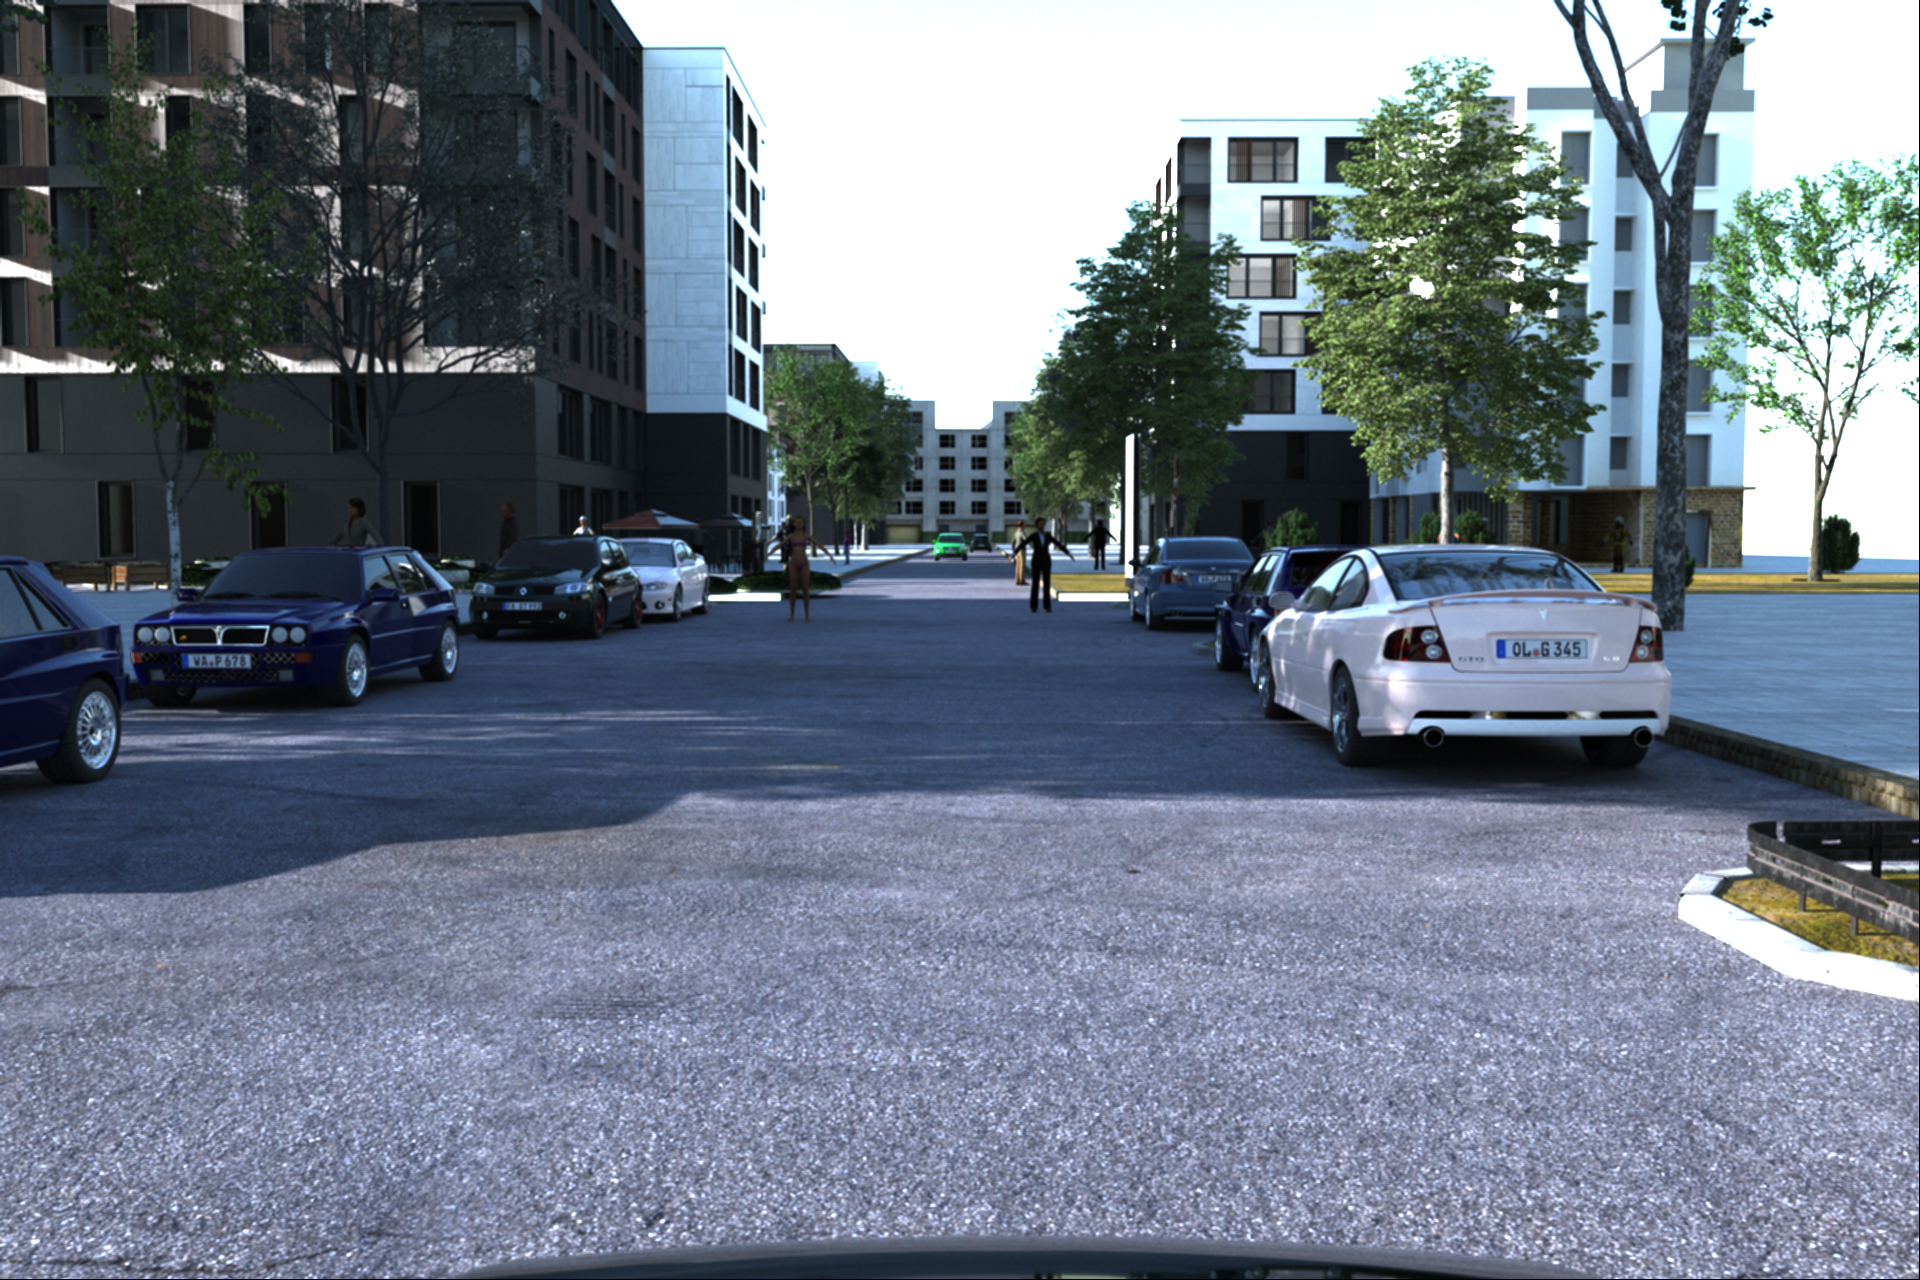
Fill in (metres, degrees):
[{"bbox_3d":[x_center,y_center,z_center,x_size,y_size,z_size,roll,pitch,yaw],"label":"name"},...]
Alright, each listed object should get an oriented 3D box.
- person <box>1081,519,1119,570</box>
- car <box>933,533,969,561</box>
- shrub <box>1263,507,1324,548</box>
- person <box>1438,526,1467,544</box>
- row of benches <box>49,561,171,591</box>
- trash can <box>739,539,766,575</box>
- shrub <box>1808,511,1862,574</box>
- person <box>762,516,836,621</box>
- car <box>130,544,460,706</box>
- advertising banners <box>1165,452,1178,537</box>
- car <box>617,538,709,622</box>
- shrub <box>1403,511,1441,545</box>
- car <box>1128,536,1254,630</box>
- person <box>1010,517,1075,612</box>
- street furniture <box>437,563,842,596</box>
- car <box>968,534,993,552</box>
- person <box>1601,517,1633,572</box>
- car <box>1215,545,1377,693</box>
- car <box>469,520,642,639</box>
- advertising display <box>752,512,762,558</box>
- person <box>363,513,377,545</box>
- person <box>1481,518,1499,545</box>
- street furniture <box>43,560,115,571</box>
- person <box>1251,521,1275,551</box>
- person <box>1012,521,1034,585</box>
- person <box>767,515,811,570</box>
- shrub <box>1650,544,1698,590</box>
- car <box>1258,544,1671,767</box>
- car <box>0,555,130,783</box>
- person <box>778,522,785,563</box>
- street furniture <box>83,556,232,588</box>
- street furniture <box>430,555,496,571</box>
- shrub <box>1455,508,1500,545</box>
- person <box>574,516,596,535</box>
[{"bbox_3d":[5.027,-3.427,62.213,1.347,1.806,0.705,0,4,1],"label":"person"},{"bbox_3d":[-0.491,-5.213,94.021,1.959,1.807,4.718,0,4,0],"label":"car"},{"bbox_3d":[9.765,-2.856,50.742,1.661,2.075,1.752,0,3,0],"label":"shrub"},{"bbox_3d":[12.157,-2.248,42.888,0.704,1.817,1.347,-1,4,-15],"label":"person"},{"bbox_3d":[-19.651,-1.429,38.827,1.422,0.672,4.104,3,4,36],"label":"row of benches"},{"bbox_3d":[-5.755,-2.232,48.149,0.748,1.137,0.748,0,3,0],"label":"trash can"},{"bbox_3d":[28.375,-3.164,56.153,1.690,2.028,1.600,0,3,0],"label":"shrub"},{"bbox_3d":[-2.651,-1.180,28.555,1.217,1.733,0.721,0,4,-3],"label":"person"},{"bbox_3d":[-5.855,-0.187,15.637,1.945,1.354,3.894,0,4,1],"label":"car"},{"bbox_3d":[4.655,-2.567,38.163,0.090,3.025,2.074,0,4,1],"label":"advertising banners"},{"bbox_3d":[-5.475,-1.061,29.706,2.083,1.381,4.827,0,4,1],"label":"car"},{"bbox_3d":[14.558,-2.999,53.449,1.690,2.028,1.600,0,3,0],"label":"shrub"},{"bbox_3d":[3.672,-0.921,27.063,2.014,1.417,4.499,0,4,1],"label":"car"},{"bbox_3d":[1.502,-1.379,31.728,1.216,1.740,0.721,-1,4,-9],"label":"person"},{"bbox_3d":[-7.880,-1.416,38.775,10.072,0.657,5.734,1,4,9],"label":"street furniture"},{"bbox_3d":[1.633,-7.752,136.525,2.009,1.686,4.222,0,4,0],"label":"car"},{"bbox_3d":[22.023,-3.191,57.948,0.705,1.858,1.354,-2,4,-24],"label":"person"},{"bbox_3d":[3.538,-0.269,16.978,1.945,1.354,3.894,0,4,1],"label":"car"},{"bbox_3d":[-5.745,-0.925,24.913,2.009,1.686,4.222,0,4,1],"label":"car"},{"bbox_3d":[-5.873,-2.745,50.088,0.123,1.923,0.974,0,4,3],"label":"advertising display"},{"bbox_3d":[-14.298,-2.159,41.482,0.705,1.806,1.347,0,4,6],"label":"person"},{"bbox_3d":[17.674,-3.205,58.364,1.349,1.833,0.705,-3,4,-38],"label":"person"},{"bbox_3d":[-28.226,-2.044,49.042,5.734,0.657,10.072,3,4,37],"label":"street furniture"},{"bbox_3d":[11.890,-3.697,66.715,1.348,1.796,0.705,-1,4,-12],"label":"person"},{"bbox_3d":[1.746,-2.437,48.573,0.705,1.796,1.348,-2,4,-26],"label":"person"},{"bbox_3d":[-5.107,-2.825,51.972,1.354,1.856,0.705,0,4,6],"label":"person"},{"bbox_3d":[16.171,-1.720,39.247,1.383,1.207,1.383,0,3,0],"label":"shrub"},{"bbox_3d":[3.283,0.019,12.054,2.083,1.381,4.827,0,4,0],"label":"car"},{"bbox_3d":[-5.842,0.237,8.714,1.945,1.354,3.894,0,4,0],"label":"car"},{"bbox_3d":[-7.851,-4.354,77.129,1.347,1.837,0.705,3,4,37],"label":"person"},{"bbox_3d":[-19.228,-1.858,45.997,5.734,0.657,10.072,0,4,0],"label":"street furniture"},{"bbox_3d":[-13.041,-1.967,47.792,5.734,0.657,10.072,0,4,3],"label":"street furniture"},{"bbox_3d":[14.402,-2.720,48.884,1.690,2.028,1.600,0,3,0],"label":"shrub"},{"bbox_3d":[-11.884,-2.985,54.668,1.347,1.847,0.705,1,4,21],"label":"person"}]
